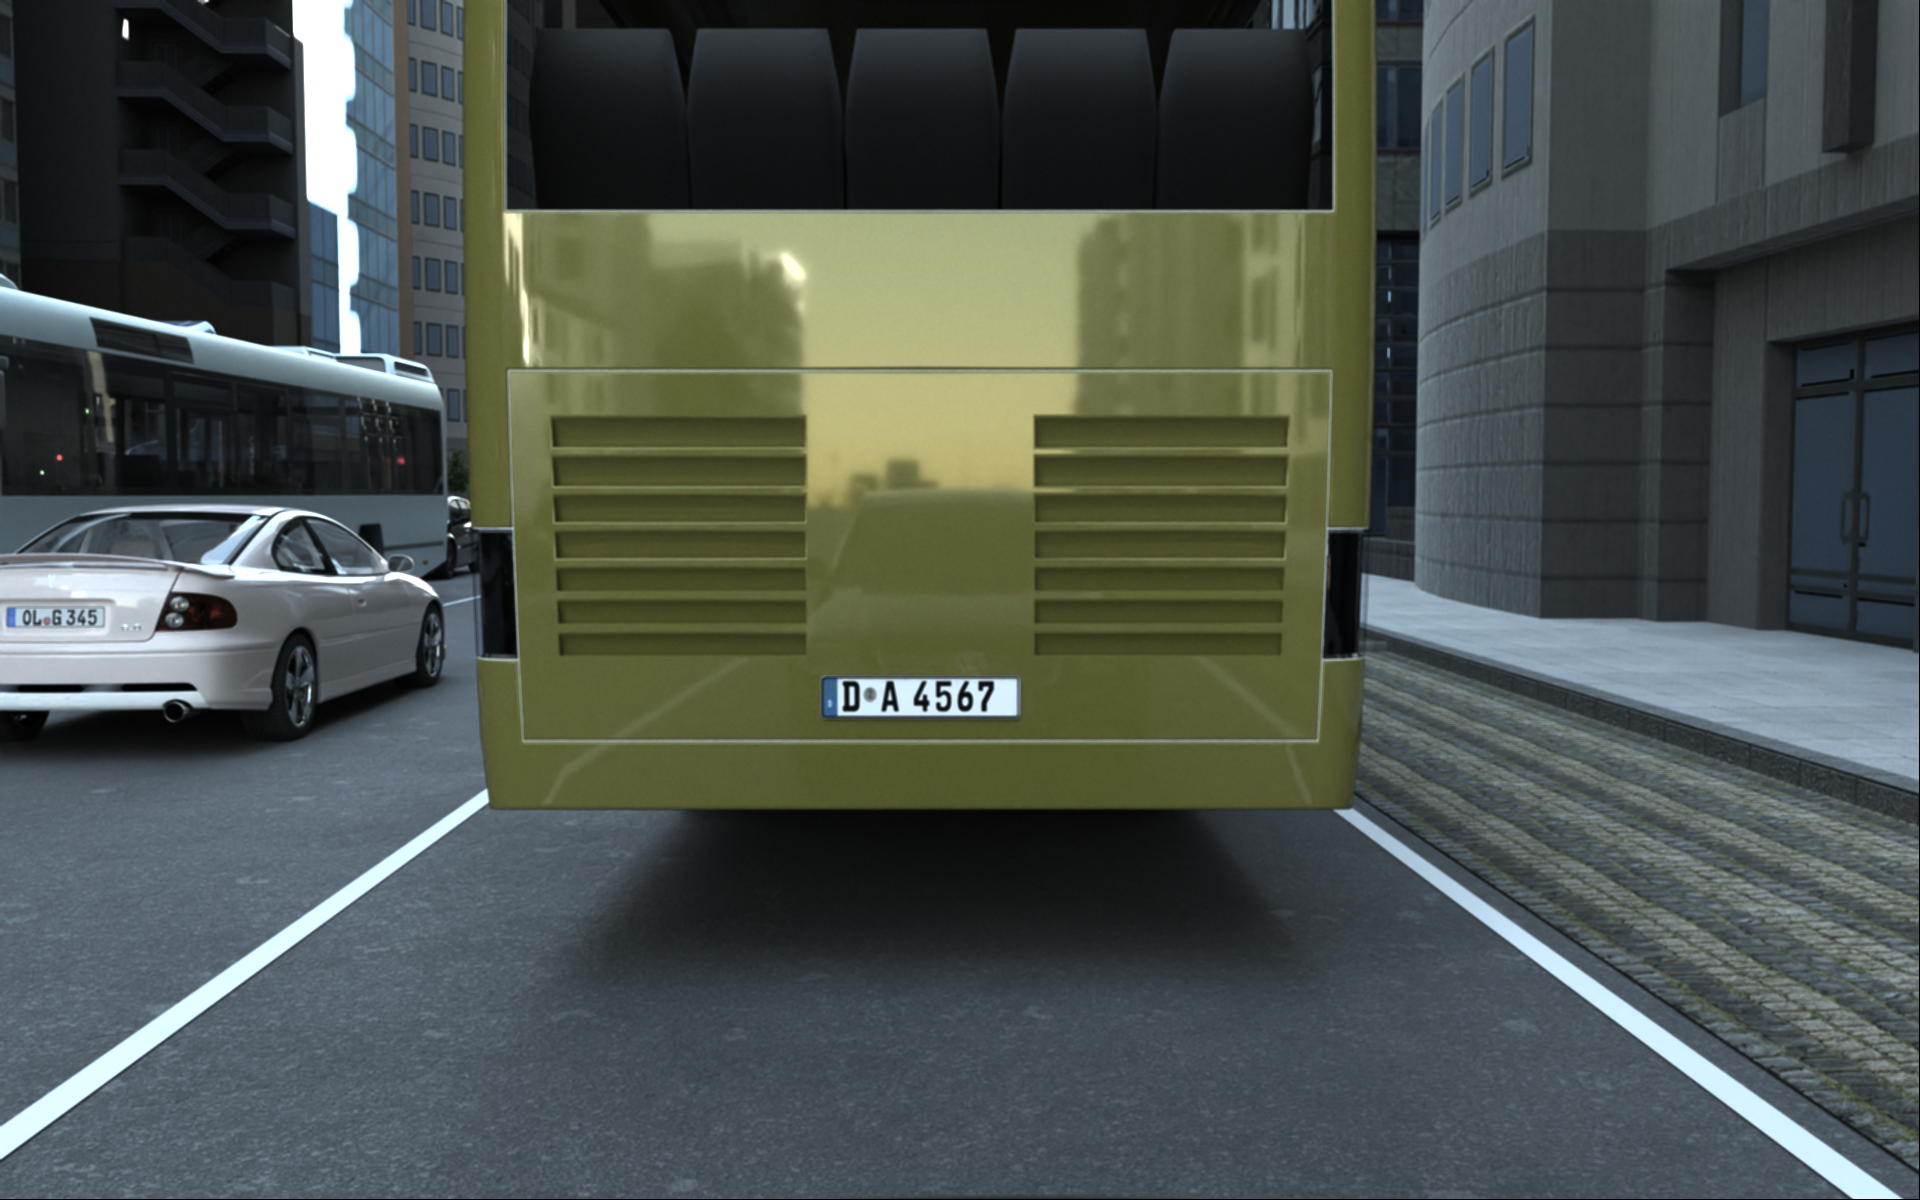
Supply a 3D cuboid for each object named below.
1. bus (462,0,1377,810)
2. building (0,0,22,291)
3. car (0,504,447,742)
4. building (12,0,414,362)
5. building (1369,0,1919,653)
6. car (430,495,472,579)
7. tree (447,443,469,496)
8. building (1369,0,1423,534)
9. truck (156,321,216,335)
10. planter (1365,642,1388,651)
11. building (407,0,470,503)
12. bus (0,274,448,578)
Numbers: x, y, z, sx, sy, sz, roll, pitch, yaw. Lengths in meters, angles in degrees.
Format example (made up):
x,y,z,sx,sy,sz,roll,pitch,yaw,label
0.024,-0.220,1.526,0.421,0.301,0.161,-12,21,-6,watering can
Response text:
x,y,z,sx,sy,sz,roll,pitch,yaw,label
-0.119,-1.178,10.804,2.896,3.916,12.252,0,3,0,bus
-35.549,-21.076,36.469,32.217,40.220,23.993,0,4,-2,building
-4.797,0.059,11.400,2.083,1.381,4.827,0,4,-1,car
-27.151,-24.837,56.193,14.200,45.320,14.600,0,4,-2,building
16.402,-29.135,18.358,21.231,58.520,28.212,0,4,-2,building
-9.493,-1.255,30.303,2.009,1.686,4.222,0,4,-3,car
-19.177,-4.360,65.889,1.663,3.219,1.824,0,3,0,tree
15.825,-44.960,47.764,22.319,86.520,31.000,0,4,-2,building
-12.822,-2.634,32.824,2.967,4.110,18.799,0,4,-1,truck
2.866,0.276,16.625,1.991,0.319,1.994,0,4,-2,planter
-32.866,-33.420,88.421,21.231,58.520,28.212,0,4,-2,building
-8.317,-1.394,17.650,2.948,3.499,13.247,0,4,-1,bus
